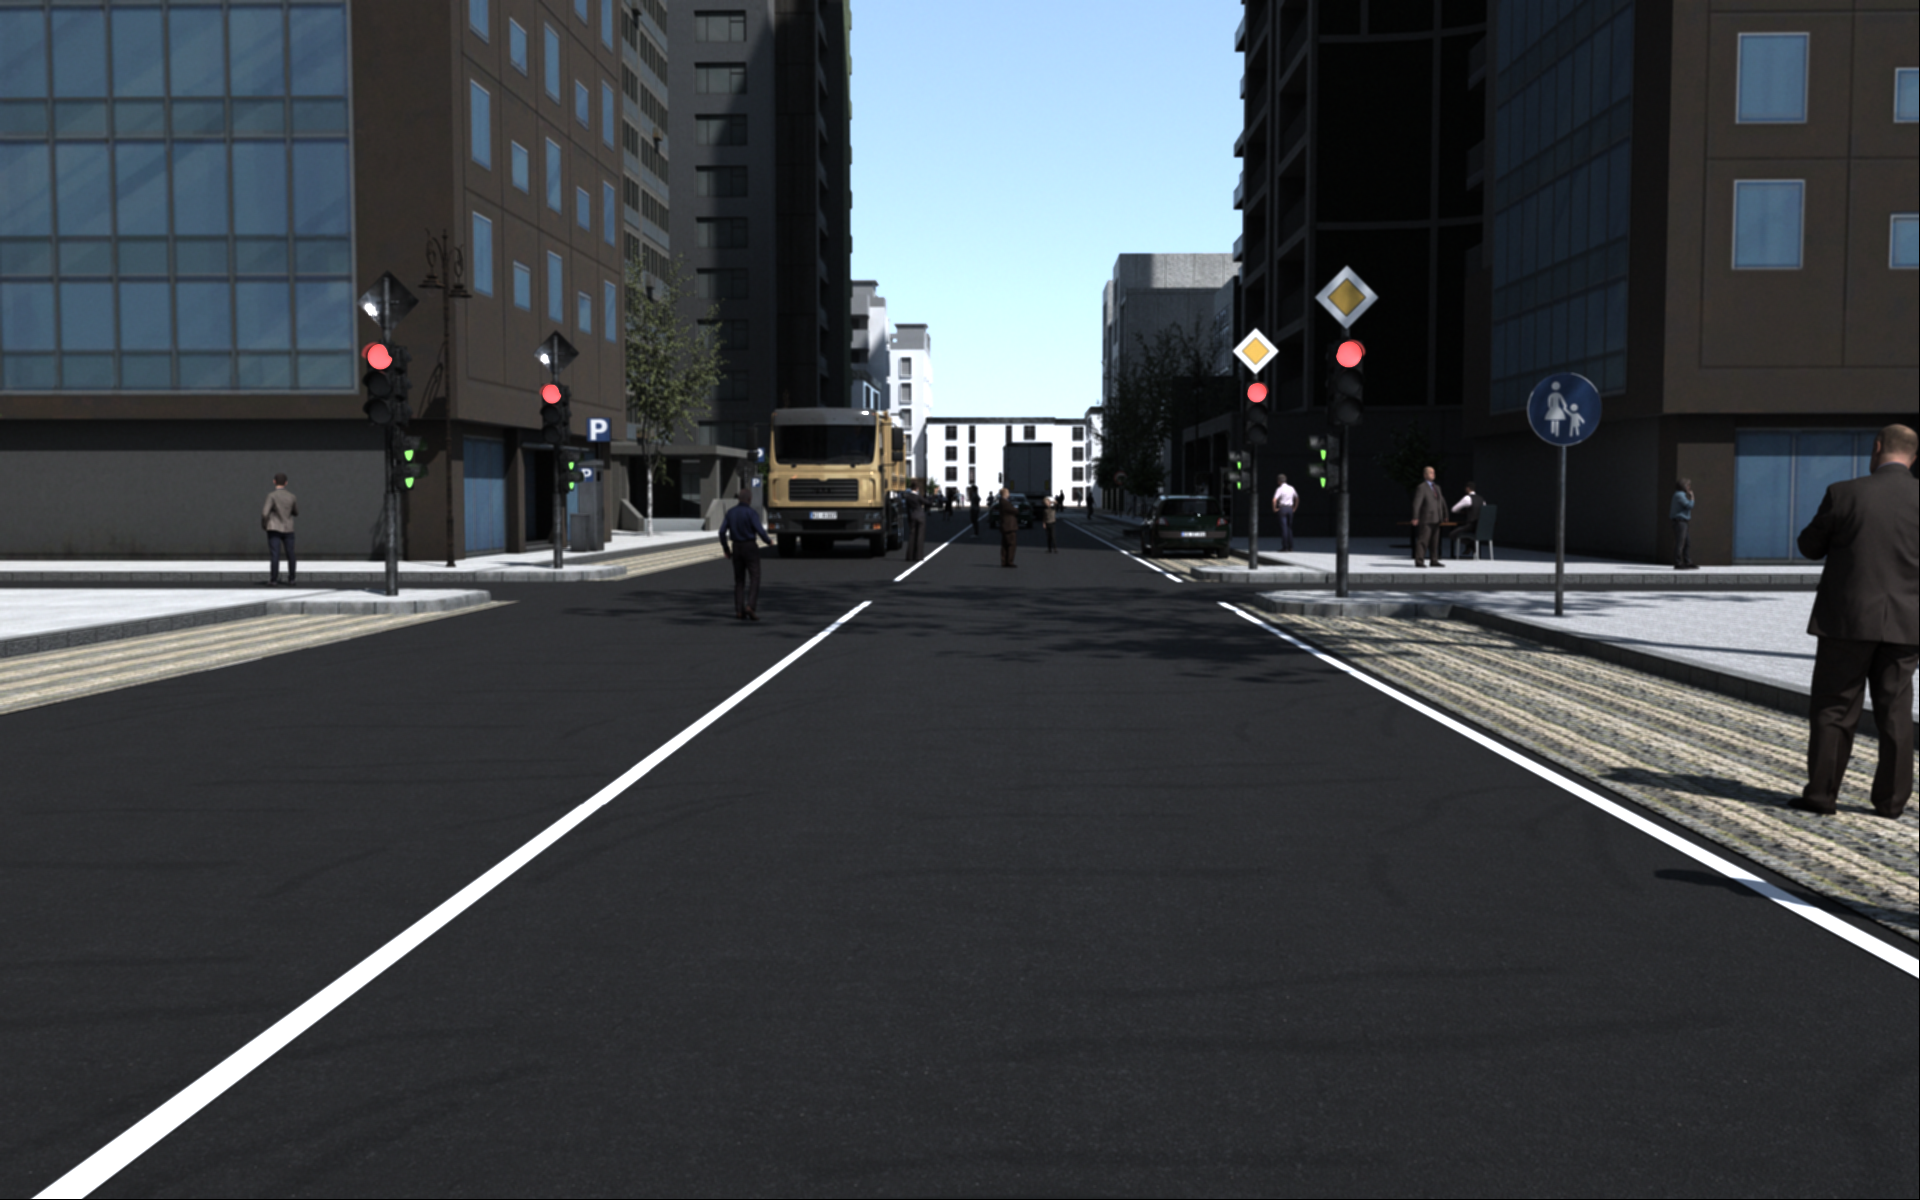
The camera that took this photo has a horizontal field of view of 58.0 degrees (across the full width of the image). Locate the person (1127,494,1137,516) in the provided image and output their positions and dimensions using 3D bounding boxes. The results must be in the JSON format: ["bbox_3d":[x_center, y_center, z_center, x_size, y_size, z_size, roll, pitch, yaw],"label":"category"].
[{"bbox_3d":[10.090,-5.674,101.360,0.613,1.512,0.480,0,3,0],"label":"person"}]

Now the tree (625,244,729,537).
[{"bbox_3d":[-9.110,-6.217,52.017,4.737,8.622,4.395,0,3,0],"label":"tree"}]

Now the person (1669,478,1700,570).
[{"bbox_3d":[12.211,-1.284,29.253,0.429,1.552,0.499,3,5,44],"label":"person"}]

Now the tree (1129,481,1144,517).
[{"bbox_3d":[10.199,-6.349,98.407,1.663,3.219,1.824,0,3,0],"label":"tree"}]

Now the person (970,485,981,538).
[{"bbox_3d":[0.503,-2.926,57.071,0.376,1.734,0.841,0,4,0],"label":"person"}]

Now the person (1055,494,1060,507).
[{"bbox_3d":[8.755,-8.787,155.394,0.421,1.427,0.697,-2,4,-24],"label":"person"}]

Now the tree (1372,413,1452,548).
[{"bbox_3d":[10.936,-2.862,41.388,1.663,3.219,1.824,0,3,0],"label":"tree"}]

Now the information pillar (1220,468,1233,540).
[{"bbox_3d":[7.382,-2.664,48.052,0.304,2.012,0.304,0,4,0],"label":"information pillar"}]

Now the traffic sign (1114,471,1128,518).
[{"bbox_3d":[8.697,-5.723,93.685,0.768,2.556,0.104,0,4,8],"label":"traffic sign"}]

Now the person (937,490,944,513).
[{"bbox_3d":[-1.488,-7.626,134.117,0.436,1.711,0.756,-2,4,-31],"label":"person"}]

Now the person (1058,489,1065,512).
[{"bbox_3d":[8.263,-8.129,141.424,0.705,1.821,1.348,-1,4,-22],"label":"person"}]

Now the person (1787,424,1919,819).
[{"bbox_3d":[4.050,0.087,7.760,0.565,1.739,0.600,-1,4,-17],"label":"person"}]

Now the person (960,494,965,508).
[{"bbox_3d":[0.234,-10.045,175.955,0.599,1.433,0.991,-3,5,-41],"label":"person"}]

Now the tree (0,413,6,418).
[{"bbox_3d":[-9.424,-1.239,14.853,1.663,3.219,1.824,0,3,0],"label":"tree"}]

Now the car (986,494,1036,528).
[{"bbox_3d":[2.182,-3.797,73.877,2.131,1.459,4.920,0,4,1],"label":"car"}]

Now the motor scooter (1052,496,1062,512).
[{"bbox_3d":[7.605,-7.538,136.021,0.815,1.314,1.986,0,4,4],"label":"motor scooter"}]

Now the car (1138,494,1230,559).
[{"bbox_3d":[5.115,-1.825,39.621,2.009,1.686,4.222,0,4,1],"label":"car"}]

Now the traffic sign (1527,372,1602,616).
[{"bbox_3d":[6.329,-1.108,18.230,0.768,2.556,0.104,0,4,2],"label":"traffic sign"}]

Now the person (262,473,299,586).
[{"bbox_3d":[-10.695,-1.109,27.168,0.617,1.759,0.750,-2,4,-35],"label":"person"}]

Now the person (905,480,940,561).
[{"bbox_3d":[-0.804,-1.690,36.932,0.742,1.727,0.445,0,4,-1],"label":"person"}]

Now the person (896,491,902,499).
[{"bbox_3d":[-4.329,-6.799,120.596,0.436,1.711,0.756,2,4,29],"label":"person"}]

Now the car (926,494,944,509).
[{"bbox_3d":[-2.513,-9.669,167.871,2.009,1.686,4.222,0,4,2],"label":"car"}]

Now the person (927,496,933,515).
[{"bbox_3d":[-1.949,-6.407,116.482,0.697,1.427,0.421,-1,4,-13],"label":"person"}]

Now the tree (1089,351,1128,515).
[{"bbox_3d":[8.847,-8.416,87.966,4.360,8.622,3.978,0,3,0],"label":"tree"}]

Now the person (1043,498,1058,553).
[{"bbox_3d":[2.212,-1.825,42.256,0.435,1.345,0.340,1,4,20],"label":"person"}]

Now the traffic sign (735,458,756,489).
[{"bbox_3d":[-7.628,-3.762,61.620,0.768,2.556,0.104,1,4,10],"label":"traffic sign"}]

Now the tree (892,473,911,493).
[{"bbox_3d":[-4.868,-10.190,161.199,1.663,3.219,1.824,0,3,0],"label":"tree"}]

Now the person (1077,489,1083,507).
[{"bbox_3d":[11.600,-9.876,167.605,0.705,1.814,1.350,-1,4,-17],"label":"person"}]

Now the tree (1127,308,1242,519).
[{"bbox_3d":[9.748,-7.308,69.844,4.360,8.622,3.978,0,3,0],"label":"tree"}]

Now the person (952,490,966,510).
[{"bbox_3d":[-0.147,-9.162,158.287,1.348,1.826,0.705,-1,4,-12],"label":"person"}]

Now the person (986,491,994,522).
[{"bbox_3d":[1.567,-4.771,88.565,0.516,1.574,0.319,-3,5,-43],"label":"person"}]

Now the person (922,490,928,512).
[{"bbox_3d":[-2.720,-7.602,133.599,0.445,1.727,0.742,0,4,-8],"label":"person"}]

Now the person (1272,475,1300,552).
[{"bbox_3d":[7.119,-1.907,38.164,0.756,1.711,0.436,-1,4,-23],"label":"person"}]

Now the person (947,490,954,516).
[{"bbox_3d":[-0.701,-6.419,114.266,0.721,1.723,1.217,2,4,30],"label":"person"}]

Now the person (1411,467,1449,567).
[{"bbox_3d":[8.270,-1.454,30.362,0.990,1.755,0.434,-2,4,-34],"label":"person"}]

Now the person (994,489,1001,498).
[{"bbox_3d":[3.356,-8.307,144.265,1.348,1.831,0.705,0,4,2],"label":"person"}]

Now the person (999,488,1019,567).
[{"bbox_3d":[0.958,-1.417,33.943,0.388,1.546,0.482,-1,4,-10],"label":"person"}]

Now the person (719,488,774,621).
[{"bbox_3d":[-2.383,-0.529,19.839,0.600,1.496,0.574,-3,5,-43],"label":"person"}]

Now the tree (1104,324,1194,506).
[{"bbox_3d":[8.390,-7.642,75.307,4.737,8.622,4.395,0,3,0],"label":"tree"}]

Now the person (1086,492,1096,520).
[{"bbox_3d":[7.313,-5.273,96.927,0.569,1.553,0.471,0,4,-6],"label":"person"}]

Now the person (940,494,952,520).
[{"bbox_3d":[-0.814,-5.064,94.490,0.799,1.438,0.628,1,4,21],"label":"person"}]
